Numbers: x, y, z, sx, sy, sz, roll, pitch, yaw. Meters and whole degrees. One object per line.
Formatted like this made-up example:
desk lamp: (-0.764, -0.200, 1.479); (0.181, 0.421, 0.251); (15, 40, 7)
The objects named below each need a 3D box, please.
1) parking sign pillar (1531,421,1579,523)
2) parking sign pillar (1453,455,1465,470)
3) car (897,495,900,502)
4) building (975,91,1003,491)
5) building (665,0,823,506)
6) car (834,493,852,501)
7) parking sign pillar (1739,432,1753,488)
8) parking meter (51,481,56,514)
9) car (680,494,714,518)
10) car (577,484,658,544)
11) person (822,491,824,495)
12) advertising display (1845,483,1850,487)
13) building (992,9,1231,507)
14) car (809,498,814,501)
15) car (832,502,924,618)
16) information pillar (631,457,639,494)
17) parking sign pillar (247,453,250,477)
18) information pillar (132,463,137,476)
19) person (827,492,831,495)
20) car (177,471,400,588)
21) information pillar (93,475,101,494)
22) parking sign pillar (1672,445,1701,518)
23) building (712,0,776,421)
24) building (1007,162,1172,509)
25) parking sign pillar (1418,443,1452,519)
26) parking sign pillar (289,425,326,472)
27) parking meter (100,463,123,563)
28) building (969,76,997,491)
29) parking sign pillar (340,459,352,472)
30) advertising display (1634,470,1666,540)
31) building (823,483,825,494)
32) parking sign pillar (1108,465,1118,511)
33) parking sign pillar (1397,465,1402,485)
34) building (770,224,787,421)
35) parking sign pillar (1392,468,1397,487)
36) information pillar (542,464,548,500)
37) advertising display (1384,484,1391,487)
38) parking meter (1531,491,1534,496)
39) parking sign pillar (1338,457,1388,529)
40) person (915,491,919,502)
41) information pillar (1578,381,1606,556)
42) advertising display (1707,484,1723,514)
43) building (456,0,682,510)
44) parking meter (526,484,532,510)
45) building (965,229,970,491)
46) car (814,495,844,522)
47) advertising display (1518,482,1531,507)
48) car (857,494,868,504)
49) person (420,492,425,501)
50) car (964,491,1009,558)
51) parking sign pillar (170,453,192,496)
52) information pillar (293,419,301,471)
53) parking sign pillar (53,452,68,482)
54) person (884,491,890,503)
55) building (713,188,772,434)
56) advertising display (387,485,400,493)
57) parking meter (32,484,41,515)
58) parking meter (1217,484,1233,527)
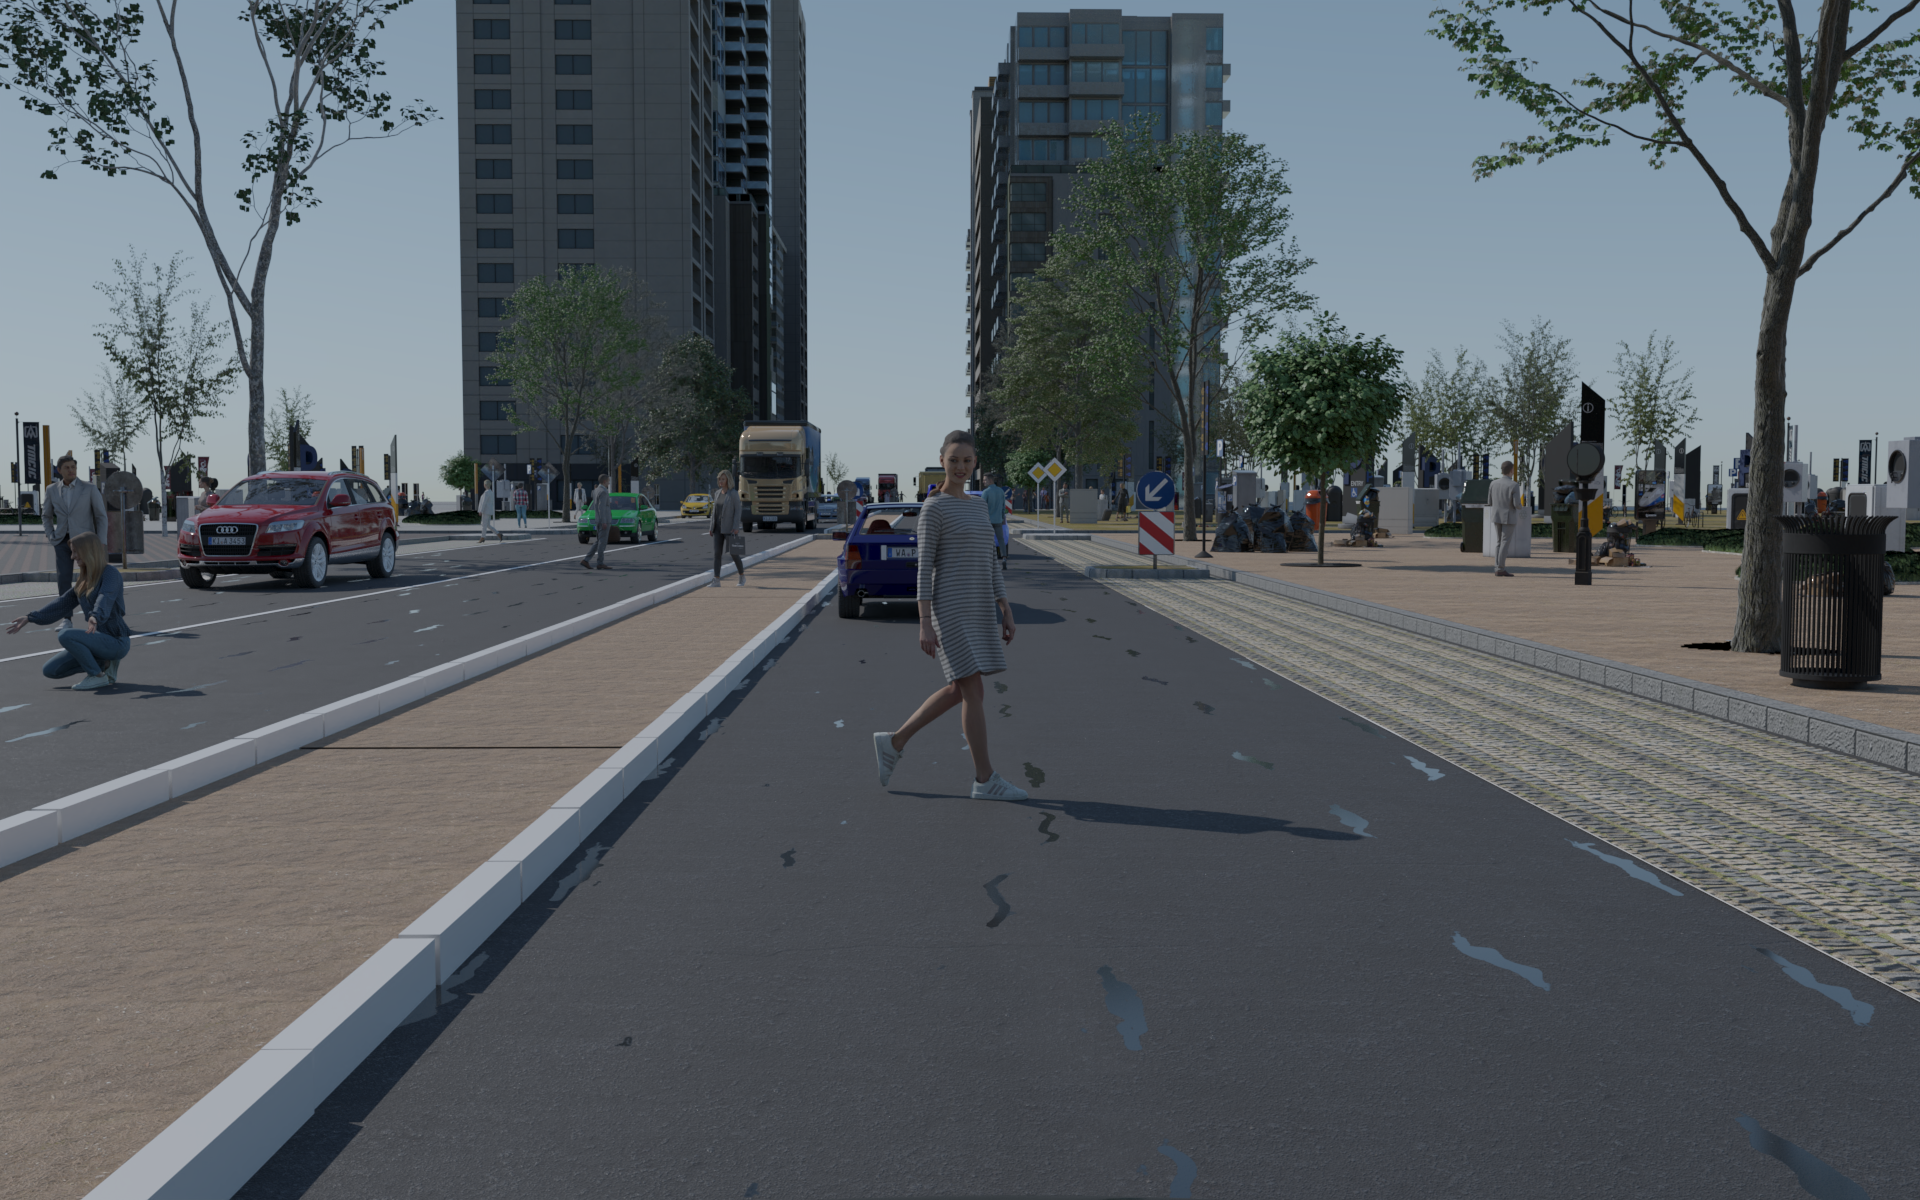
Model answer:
parking sign pillar: (22.519, -4.671, 64.839); (1.447, 3.967, 1.447); (-2, 4, -25)
parking sign pillar: (34.676, -8.101, 120.929); (1.447, 3.967, 1.447); (-2, 4, -25)
car: (-10.089, -15.349, 262.745); (2.131, 1.459, 4.920); (0, 4, -3)
building: (12.694, -35.421, 202.827); (21.300, 48.544, 21.600); (0, 4, -1)
building: (-30.743, -49.894, 254.018); (20.563, 71.187, 20.611); (0, 4, -1)
car: (-7.702, -6.366, 113.678); (1.945, 1.707, 3.694); (0, 3, 0)
parking sign pillar: (34.383, -5.298, 75.100); (1.447, 3.967, 1.447); (-1, 4, -12)
parking meter: (-39.119, -4.236, 74.967); (0.399, 1.863, 0.255); (-3, 4, -38)
car: (-15.442, -5.639, 102.416); (2.015, 1.641, 3.980); (0, 4, -1)
car: (-10.137, -2.608, 51.434); (1.959, 1.807, 4.718); (0, 4, 0)
person: (-15.106, -11.015, 189.381); (0.721, 1.735, 1.217); (3, 5, 44)
advertising display: (50.166, -5.672, 97.943); (0.123, 1.923, 0.974); (1, 4, 21)
building: (14.639, -34.083, 176.865); (23.786, 49.044, 30.456); (0, 4, -1)
car: (-13.610, -8.413, 149.342); (2.131, 1.459, 4.920); (0, 4, -2)
car: (-0.617, -0.539, 21.399); (1.945, 1.354, 3.894); (0, 4, -2)
information pillar: (-20.180, -7.109, 107.581); (0.504, 3.616, 0.183); (0, 4, 2)
parking sign pillar: (-32.196, -5.551, 79.227); (1.447, 3.967, 1.447); (0, 4, -8)
information pillar: (-62.914, -8.602, 131.995); (0.183, 3.616, 0.504); (0, 4, 6)
person: (-16.780, -13.027, 222.300); (0.445, 1.727, 0.742); (1, 4, 12)
car: (-10.805, -1.193, 28.174); (2.281, 1.827, 5.304); (0, 4, 1)
information pillar: (-33.112, -3.799, 66.611); (0.304, 2.012, 0.304); (-3, 5, -44)
parking sign pillar: (39.933, -6.519, 95.056); (1.447, 3.967, 1.447); (2, 4, 27)
building: (-30.528, -53.427, 186.199); (22.319, 86.520, 31.000); (0, 4, -1)
building: (11.104, -23.425, 154.692); (14.160, 30.474, 14.107); (0, 4, -1)
parking sign pillar: (24.736, -6.279, 91.133); (1.447, 3.967, 1.447); (-2, 4, -25)
parking sign pillar: (-25.849, -4.885, 68.340); (1.447, 3.967, 1.447); (1, 4, 15)
parking meter: (-15.851, -1.630, 32.356); (0.255, 1.863, 0.399); (-3, 5, -45)
building: (11.974, -43.397, 251.533); (21.231, 58.520, 28.212); (0, 4, -1)
parking sign pillar: (-46.830, -8.798, 132.324); (1.447, 3.967, 1.447); (1, 4, 9)
advertising display: (18.453, -2.514, 46.319); (0.974, 1.923, 0.123); (-1, 4, -22)
building: (-38.116, -35.800, 277.207); (32.217, 40.220, 23.993); (0, 4, -1)
parking sign pillar: (11.733, -8.855, 133.256); (1.447, 3.967, 1.447); (0, 4, 4)
parking sign pillar: (34.772, -9.053, 136.489); (1.447, 3.967, 1.447); (2, 4, 33)
building: (-36.464, -33.062, 232.446); (32.217, 40.220, 23.993); (0, 4, -1)
parking sign pillar: (32.348, -8.838, 132.969); (1.447, 3.967, 1.447); (3, 5, 40)
information pillar: (-31.622, -8.602, 131.997); (0.504, 3.616, 0.183); (0, 4, 1)
advertising display: (27.027, -6.452, 110.711); (0.974, 1.923, 0.123); (1, 4, 11)
parking meter: (43.585, -7.572, 132.205); (0.372, 1.533, 0.369); (0, 3, 0)
parking sign pillar: (14.691, -4.609, 63.824); (1.447, 3.967, 1.447); (-2, 4, -26)
person: (-5.005, -12.223, 208.348); (1.348, 1.823, 0.705); (3, 5, 43)
information pillar: (13.042, -2.718, 35.795); (0.504, 3.616, 0.183); (1, 4, 20)
advertising display: (48.122, -6.437, 110.454); (0.974, 1.923, 0.123); (0, 4, -3)
building: (-29.476, -43.300, 146.205); (20.563, 71.187, 20.611); (0, 4, -1)
parking meter: (-25.009, -5.799, 100.519); (0.255, 1.863, 0.399); (0, 4, 2)
building: (12.140, -40.510, 281.940); (23.786, 49.044, 30.456); (0, 4, -1)
car: (-6.698, -4.666, 88.287); (2.014, 1.417, 4.499); (0, 4, 0)
advertising display: (30.706, -5.473, 94.702); (0.974, 1.923, 0.123); (3, 4, 37)
car: (-14.682, -15.200, 257.567); (2.155, 1.783, 4.494); (0, 4, -2)
person: (-67.405, -12.720, 217.158); (0.721, 1.739, 1.217); (-3, 5, -45)
car: (0.183, -1.854, 39.905); (1.945, 1.707, 3.694); (0, 4, -3)
parking sign pillar: (-51.068, -7.647, 113.502); (1.447, 3.967, 1.447); (-2, 4, -26)
information pillar: (-20.734, -3.845, 54.215); (0.183, 3.616, 0.504); (0, 4, -7)
parking sign pillar: (-56.239, -7.349, 108.628); (1.447, 3.967, 1.447); (0, 4, -6)
person: (-6.459, -8.833, 153.585); (0.551, 1.740, 0.621); (-3, 5, -42)
building: (-25.663, -24.085, 165.489); (14.160, 30.474, 14.107); (0, 4, -1)
advertising display: (-42.178, -7.570, 128.983); (0.974, 1.923, 0.123); (-1, 4, -20)
parking meter: (-52.353, -5.657, 98.201); (0.399, 1.863, 0.255); (2, 4, 25)
parking meter: (6.522, -2.090, 42.590); (0.372, 1.533, 0.369); (0, 3, 0)
